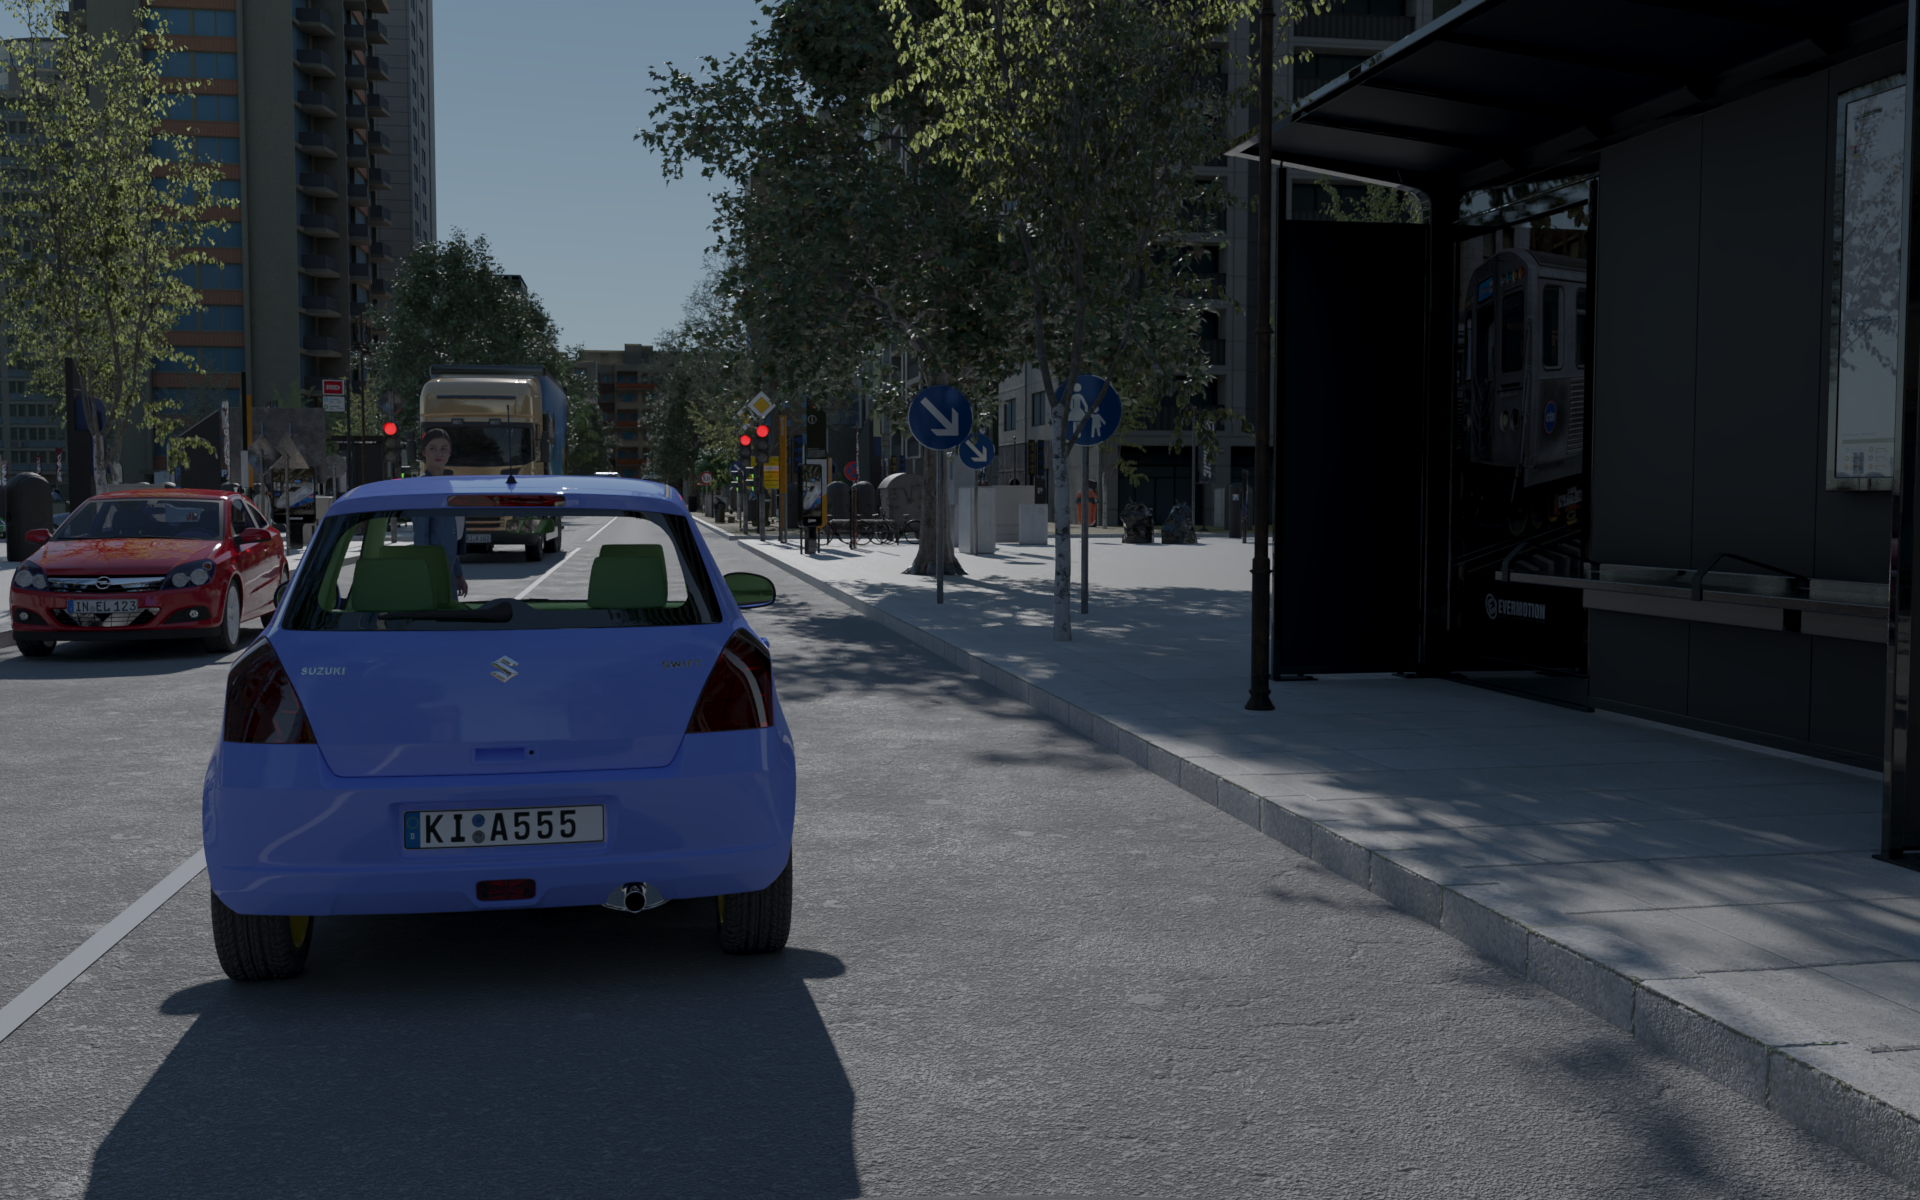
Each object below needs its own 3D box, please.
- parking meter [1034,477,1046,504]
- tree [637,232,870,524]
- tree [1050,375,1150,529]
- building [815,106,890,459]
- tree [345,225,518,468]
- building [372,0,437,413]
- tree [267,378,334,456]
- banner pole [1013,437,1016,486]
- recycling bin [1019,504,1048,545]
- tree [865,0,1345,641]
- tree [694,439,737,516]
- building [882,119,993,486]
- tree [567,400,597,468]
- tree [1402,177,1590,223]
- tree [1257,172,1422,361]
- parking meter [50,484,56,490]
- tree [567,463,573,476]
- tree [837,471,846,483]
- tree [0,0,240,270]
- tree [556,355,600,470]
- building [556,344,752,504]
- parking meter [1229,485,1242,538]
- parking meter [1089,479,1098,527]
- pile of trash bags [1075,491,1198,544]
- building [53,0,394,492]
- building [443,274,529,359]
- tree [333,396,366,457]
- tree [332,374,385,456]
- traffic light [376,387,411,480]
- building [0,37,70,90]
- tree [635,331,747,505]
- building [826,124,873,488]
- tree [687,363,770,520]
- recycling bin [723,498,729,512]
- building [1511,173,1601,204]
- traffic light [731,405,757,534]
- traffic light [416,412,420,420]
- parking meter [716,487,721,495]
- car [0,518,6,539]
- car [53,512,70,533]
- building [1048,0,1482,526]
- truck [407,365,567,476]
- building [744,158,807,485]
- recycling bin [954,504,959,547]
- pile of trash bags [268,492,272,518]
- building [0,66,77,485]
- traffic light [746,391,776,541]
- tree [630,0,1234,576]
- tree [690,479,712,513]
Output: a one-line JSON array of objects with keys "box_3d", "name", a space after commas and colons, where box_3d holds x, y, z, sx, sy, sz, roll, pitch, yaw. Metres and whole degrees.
[{"box_3d": [2.703, -3.232, 58.555, 0.399, 1.863, 0.255, 0, 4, -4], "name": "parking meter"}, {"box_3d": [-8.391, -9.986, 73.636, 12.009, 13.543, 11.850, 0, 3, 0], "name": "tree"}, {"box_3d": [5.306, -6.903, 63.224, 4.737, 8.622, 4.395, 0, 3, 0], "name": "tree"}, {"box_3d": [-8.820, -30.769, 186.670, 14.154, 41.232, 14.086, -1, 4, -10], "name": "building"}, {"box_3d": [-21.538, -9.619, 74.284, 9.611, 12.733, 9.660, 0, 3, 0], "name": "tree"}, {"box_3d": [-63.979, -44.930, 172.851, 20.611, 71.187, 20.563, -1, 4, -10], "name": "building"}, {"box_3d": [-42.337, -9.704, 109.031, 4.737, 8.622, 4.395, 0, 3, 0], "name": "tree"}, {"box_3d": [2.391, -5.254, 75.912, 0.401, 3.779, 0.863, 0, 4, 1], "name": "banner pole"}, {"box_3d": [1.862, -1.914, 43.853, 0.722, 1.027, 0.722, 0, 4, 3], "name": "recycling bin"}, {"box_3d": [0.933, -3.934, 14.681, 4.360, 8.622, 3.978, 0, 3, 0], "name": "tree"}, {"box_3d": [-14.368, -7.318, 103.361, 4.285, 4.588, 4.351, 0, 3, 0], "name": "tree"}, {"box_3d": [4.352, -41.797, 121.635, 20.563, 71.187, 20.611, -1, 4, -10], "name": "building"}, {"box_3d": [-30.868, -11.970, 130.114, 7.601, 10.594, 8.767, -2, 4, -27], "name": "tree"}, {"box_3d": [10.098, -4.968, 31.591, 4.360, 8.622, 3.978, 0, 3, 0], "name": "tree"}, {"box_3d": [8.462, -5.324, 37.407, 4.737, 8.622, 4.395, 0, 3, 0], "name": "tree"}, {"box_3d": [-50.905, -5.598, 97.240, 0.399, 1.863, 0.255, 0, 4, -5], "name": "parking meter"}, {"box_3d": [-32.604, -9.454, 138.283, 4.285, 4.588, 4.351, 0, 3, 0], "name": "tree"}, {"box_3d": [-9.130, -8.066, 126.477, 1.663, 3.219, 1.824, 0, 3, 0], "name": "tree"}, {"box_3d": [-11.140, -4.390, 22.137, 4.360, 8.622, 3.978, 0, 3, 0], "name": "tree"}, {"box_3d": [-29.339, -11.821, 119.030, 9.928, 11.665, 9.643, 0, 3, 0], "name": "tree"}, {"box_3d": [-44.014, -24.066, 238.520, 28.899, 21.520, 27.650, -1, 4, -10], "name": "building"}, {"box_3d": [8.017, -2.566, 50.371, 0.372, 1.533, 0.369, 0, 3, 0], "name": "parking meter"}, {"box_3d": [5.117, -3.757, 67.136, 0.399, 1.863, 0.255, 2, 4, 29], "name": "parking meter"}, {"box_3d": [4.612, -2.190, 45.558, 3.447, 1.369, 1.912, 2, 4, 28], "name": "pile of trash bags"}, {"box_3d": [-57.201, -29.465, 136.369, 22.147, 44.769, 28.867, -1, 4, -10], "name": "building"}, {"box_3d": [-63.899, -27.857, 227.161, 14.107, 30.474, 14.160, -1, 4, -10], "name": "building"}, {"box_3d": [-43.623, -10.529, 122.508, 4.737, 8.622, 4.395, 0, 3, 0], "name": "tree"}, {"box_3d": [-35.512, -9.358, 103.370, 4.360, 8.622, 3.978, 0, 3, 0], "name": "tree"}, {"box_3d": [-14.864, -3.456, 45.429, 0.839, 4.253, 0.868, -1, 4, -10], "name": "traffic light"}, {"box_3d": [-109.085, -41.616, 222.423, 28.212, 58.520, 21.231, -1, 4, -10], "name": "building"}, {"box_3d": [-30.925, -20.987, 199.032, 12.611, 20.169, 13.585, 0, 3, 0], "name": "tree"}, {"box_3d": [-0.995, -52.059, 163.838, 22.319, 86.520, 31.000, -1, 4, -10], "name": "building"}, {"box_3d": [-11.366, -8.366, 87.150, 4.360, 8.622, 3.978, 0, 3, 0], "name": "tree"}, {"box_3d": [-17.410, -7.014, 127.236, 0.722, 1.027, 0.722, 0, 4, 4], "name": "recycling bin"}, {"box_3d": [45.225, -33.360, 87.442, 28.212, 58.520, 21.231, -1, 4, -10], "name": "building"}, {"box_3d": [-6.841, -4.043, 55.017, 0.839, 4.253, 0.868, -1, 4, -10], "name": "traffic light"}, {"box_3d": [-16.295, -3.937, 53.285, 0.839, 4.253, 0.868, -1, 4, -10], "name": "traffic light"}, {"box_3d": [-14.795, -6.136, 106.039, 0.255, 1.863, 0.399, -1, 4, -16], "name": "parking meter"}, {"box_3d": [-28.509, -2.342, 47.094, 4.718, 1.807, 1.959, -1, 4, -12], "name": "car"}, {"box_3d": [-22.981, -2.157, 47.267, 4.499, 1.417, 2.014, -1, 4, -11], "name": "car"}, {"box_3d": [13.816, -39.167, 78.639, 20.611, 71.187, 20.563, -1, 4, -10], "name": "building"}, {"box_3d": [-10.618, -3.123, 39.968, 2.839, 4.237, 11.283, -1, 4, -10], "name": "truck"}, {"box_3d": [-21.427, -35.714, 234.036, 14.200, 45.320, 14.600, -1, 4, -10], "name": "building"}, {"box_3d": [0.136, -1.820, 42.310, 0.722, 1.027, 0.722, 2, 4, 25], "name": "recycling bin"}, {"box_3d": [-36.114, -5.076, 92.738, 1.912, 1.369, 3.447, 1, 4, 18], "name": "pile of trash bags"}, {"box_3d": [-84.809, -28.858, 163.710, 23.993, 40.220, 32.217, -1, 4, -10], "name": "building"}, {"box_3d": [-5.410, -3.562, 47.160, 0.839, 4.253, 0.868, -1, 4, -10], "name": "traffic light"}, {"box_3d": [-0.311, -6.741, 27.218, 9.611, 12.733, 9.660, 0, 3, 0], "name": "tree"}, {"box_3d": [-17.611, -7.663, 119.886, 1.663, 3.219, 1.824, 0, 3, 0], "name": "tree"}]
